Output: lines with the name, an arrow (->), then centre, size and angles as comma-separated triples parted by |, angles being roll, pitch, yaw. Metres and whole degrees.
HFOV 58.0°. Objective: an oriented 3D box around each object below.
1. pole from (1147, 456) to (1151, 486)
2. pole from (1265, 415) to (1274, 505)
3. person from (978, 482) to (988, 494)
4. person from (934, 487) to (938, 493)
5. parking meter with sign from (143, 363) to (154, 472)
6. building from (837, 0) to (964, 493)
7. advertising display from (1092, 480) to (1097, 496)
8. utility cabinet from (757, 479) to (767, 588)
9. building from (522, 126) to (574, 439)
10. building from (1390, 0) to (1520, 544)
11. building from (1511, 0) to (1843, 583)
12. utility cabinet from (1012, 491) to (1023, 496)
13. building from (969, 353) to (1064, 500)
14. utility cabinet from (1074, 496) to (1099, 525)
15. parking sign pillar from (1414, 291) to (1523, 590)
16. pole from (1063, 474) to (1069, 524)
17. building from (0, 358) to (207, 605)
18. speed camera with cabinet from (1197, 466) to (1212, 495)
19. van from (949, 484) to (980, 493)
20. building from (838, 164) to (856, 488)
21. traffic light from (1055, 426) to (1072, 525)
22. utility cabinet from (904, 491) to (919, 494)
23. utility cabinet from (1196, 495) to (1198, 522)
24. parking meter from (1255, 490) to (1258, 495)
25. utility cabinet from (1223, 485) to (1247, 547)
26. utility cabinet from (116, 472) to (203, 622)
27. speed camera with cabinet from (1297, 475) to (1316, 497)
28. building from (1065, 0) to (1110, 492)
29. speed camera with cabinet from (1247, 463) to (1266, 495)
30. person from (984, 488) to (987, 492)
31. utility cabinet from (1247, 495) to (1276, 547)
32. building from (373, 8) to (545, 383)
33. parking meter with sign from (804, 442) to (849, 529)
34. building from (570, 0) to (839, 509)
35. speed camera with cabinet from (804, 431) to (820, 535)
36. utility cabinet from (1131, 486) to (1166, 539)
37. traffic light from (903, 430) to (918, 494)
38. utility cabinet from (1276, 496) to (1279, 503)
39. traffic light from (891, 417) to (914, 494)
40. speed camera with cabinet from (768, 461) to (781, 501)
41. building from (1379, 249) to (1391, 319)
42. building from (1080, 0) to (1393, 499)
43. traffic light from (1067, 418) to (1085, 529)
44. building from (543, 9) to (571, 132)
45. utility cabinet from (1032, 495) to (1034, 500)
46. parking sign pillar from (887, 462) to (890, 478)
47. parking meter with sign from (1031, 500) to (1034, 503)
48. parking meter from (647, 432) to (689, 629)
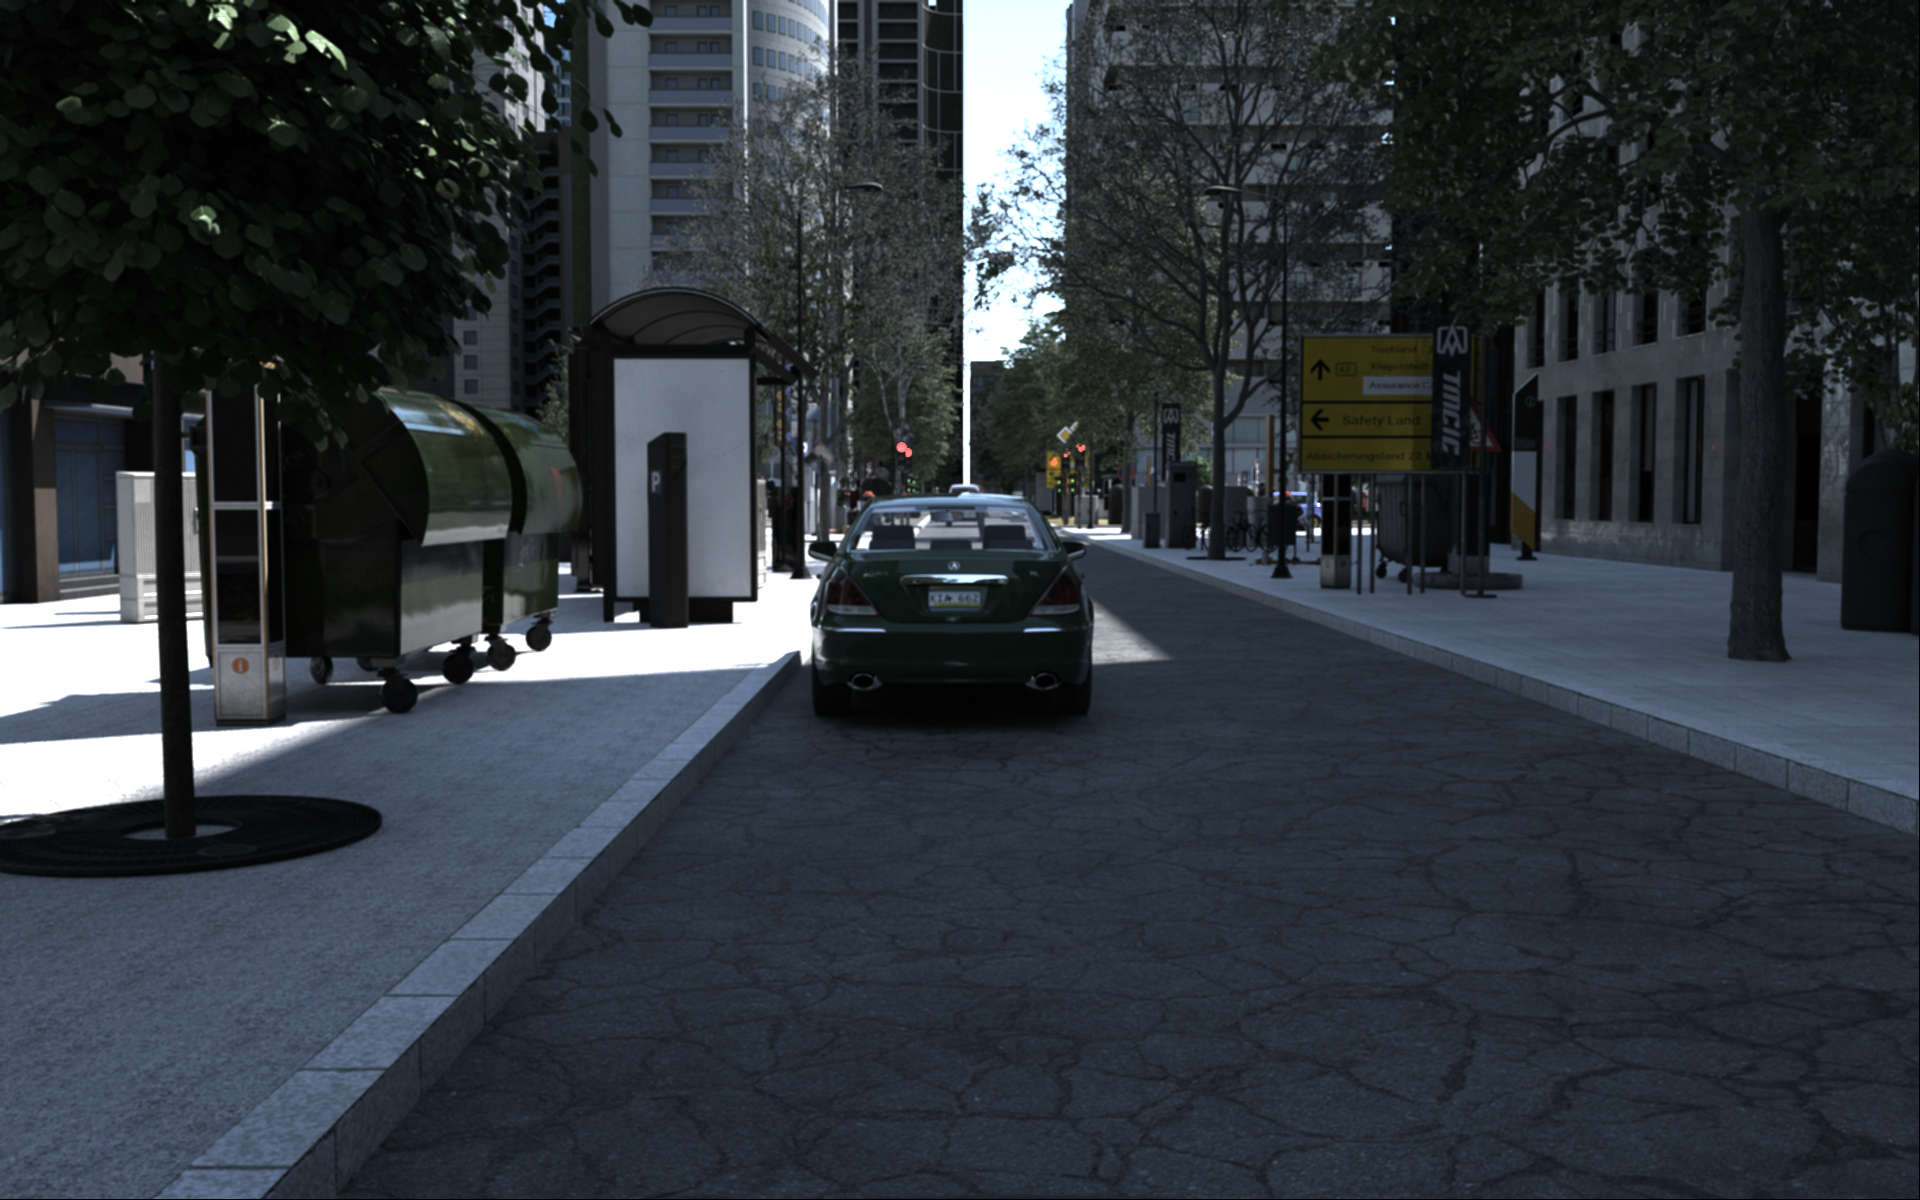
pole -> 10.143, -6.066, 93.029 | 0.158, 3.312, 0.155 | 0, 3, 0
pole -> 7.990, -3.110, 44.695 | 0.158, 3.312, 0.155 | 0, 3, 0
person -> 0.579, -2.684, 52.664 | 0.520, 1.790, 0.573 | 3, 4, 37
person -> -1.110, -4.715, 86.081 | 0.782, 1.767, 0.515 | -1, 4, -9
parking meter with sign -> -8.078, -1.410, 19.314 | 1.738, 3.016, 0.543 | -1, 4, -13
building -> -9.730, -49.450, 246.755 | 20.611, 71.187, 20.563 | 0, 4, 0
advertising display -> 6.190, -4.594, 80.319 | 0.123, 1.923, 0.974 | 0, 4, -7
utility cabinet -> -2.843, -0.894, 23.293 | 0.318, 1.500, 1.173 | 0, 4, 4
building -> -43.289, -34.028, 206.463 | 14.200, 45.320, 14.600 | 0, 4, 0
building -> 19.901, -13.298, 47.100 | 12.332, 23.373, 15.834 | 0, 4, 0
building -> 17.786, -10.749, 30.491 | 10.420, 20.320, 16.860 | 0, 4, 0
utility cabinet -> 4.780, -8.296, 144.316 | 0.318, 1.500, 1.173 | 2, 4, 34
building -> 15.902, -24.864, 251.569 | 28.899, 21.520, 27.650 | 0, 4, 0
utility cabinet -> 5.291, -3.756, 72.578 | 1.020, 1.237, 0.306 | 2, 4, 35
parking sign pillar -> 6.993, -2.157, 23.738 | 1.447, 3.967, 1.447 | 1, 4, 10
pole -> 4.507, -4.876, 73.562 | 0.158, 3.312, 0.155 | 0, 3, 0
building -> -17.495, -22.705, 21.345 | 14.600, 45.320, 14.200 | 0, 4, 0
speed camera with cabinet -> 17.256, -7.932, 124.021 | 2.038, 3.252, 0.660 | 3, 4, 37
van -> 0.210, -4.283, 77.040 | 2.013, 2.044, 4.112 | 0, 4, 0
building -> -24.153, -30.908, 197.223 | 23.993, 40.220, 32.217 | 0, 4, 0
traffic light -> 4.326, -5.041, 71.337 | 0.839, 4.253, 0.868 | 0, 4, 0
utility cabinet -> -3.530, -7.063, 124.161 | 1.173, 1.500, 0.318 | 0, 4, 1
utility cabinet -> 10.588, -4.135, 78.769 | 0.306, 1.237, 1.020 | -1, 4, -10
parking meter -> 19.314, -6.369, 112.552 | 0.372, 1.533, 0.369 | 0, 3, 0
utility cabinet -> 6.598, -2.039, 42.015 | 0.318, 1.500, 1.173 | 2, 4, 33
utility cabinet -> -7.892, -0.543, 17.556 | 0.318, 1.500, 1.173 | 2, 4, 32
speed camera with cabinet -> 25.925, -8.291, 129.886 | 0.660, 3.252, 2.038 | -1, 4, -23
building -> 22.623, -40.211, 199.455 | 21.231, 58.520, 28.212 | 0, 4, 0
speed camera with cabinet -> 18.955, -7.157, 111.355 | 2.038, 3.252, 0.660 | 3, 4, 38
person -> 1.732, -6.307, 111.811 | 0.583, 1.804, 0.606 | 0, 4, 7
utility cabinet -> 7.312, -1.906, 42.324 | 0.306, 1.237, 1.020 | -1, 4, -12
building -> -60.683, -46.772, 202.971 | 20.611, 71.187, 20.563 | 0, 4, 0
parking meter with sign -> -4.489, -3.735, 57.330 | 1.738, 3.016, 0.543 | 2, 4, 26
building -> -22.629, -37.767, 159.492 | 21.231, 58.520, 28.212 | 0, 4, 0
speed camera with cabinet -> -4.851, -3.718, 55.121 | 0.660, 3.252, 2.038 | 0, 4, 5
utility cabinet -> 5.382, -2.475, 49.138 | 1.173, 1.500, 0.318 | -3, 4, -37
traffic light -> -2.135, -5.038, 71.295 | 0.839, 4.253, 0.868 | 0, 4, 0
utility cabinet -> 9.620, -2.619, 53.979 | 0.306, 1.237, 1.020 | 3, 5, 42
traffic light -> -2.102, -4.550, 63.310 | 0.839, 4.253, 0.868 | 0, 4, 0
speed camera with cabinet -> -10.800, -6.698, 103.854 | 0.660, 3.252, 2.038 | -2, 4, -32
building -> 49.331, -26.699, 208.225 | 14.107, 30.474, 14.160 | 0, 4, 0
building -> 27.127, -35.634, 171.848 | 28.713, 52.752, 27.495 | 0, 4, 0
traffic light -> 4.359, -4.552, 63.352 | 0.839, 4.253, 0.868 | 0, 4, 0
building -> -64.136, -57.137, 246.859 | 31.000, 86.520, 22.319 | 0, 4, 0
utility cabinet -> 6.512, -8.147, 144.365 | 1.020, 1.237, 0.306 | -2, 4, -31
parking sign pillar -> -5.990, -9.090, 137.093 | 1.447, 3.967, 1.447 | 0, 4, -7
parking meter with sign -> 5.287, -7.276, 115.230 | 0.543, 3.016, 1.738 | -3, 5, -44
parking meter -> -2.805, -0.667, 16.620 | 0.255, 1.863, 0.399 | -3, 4, -37
